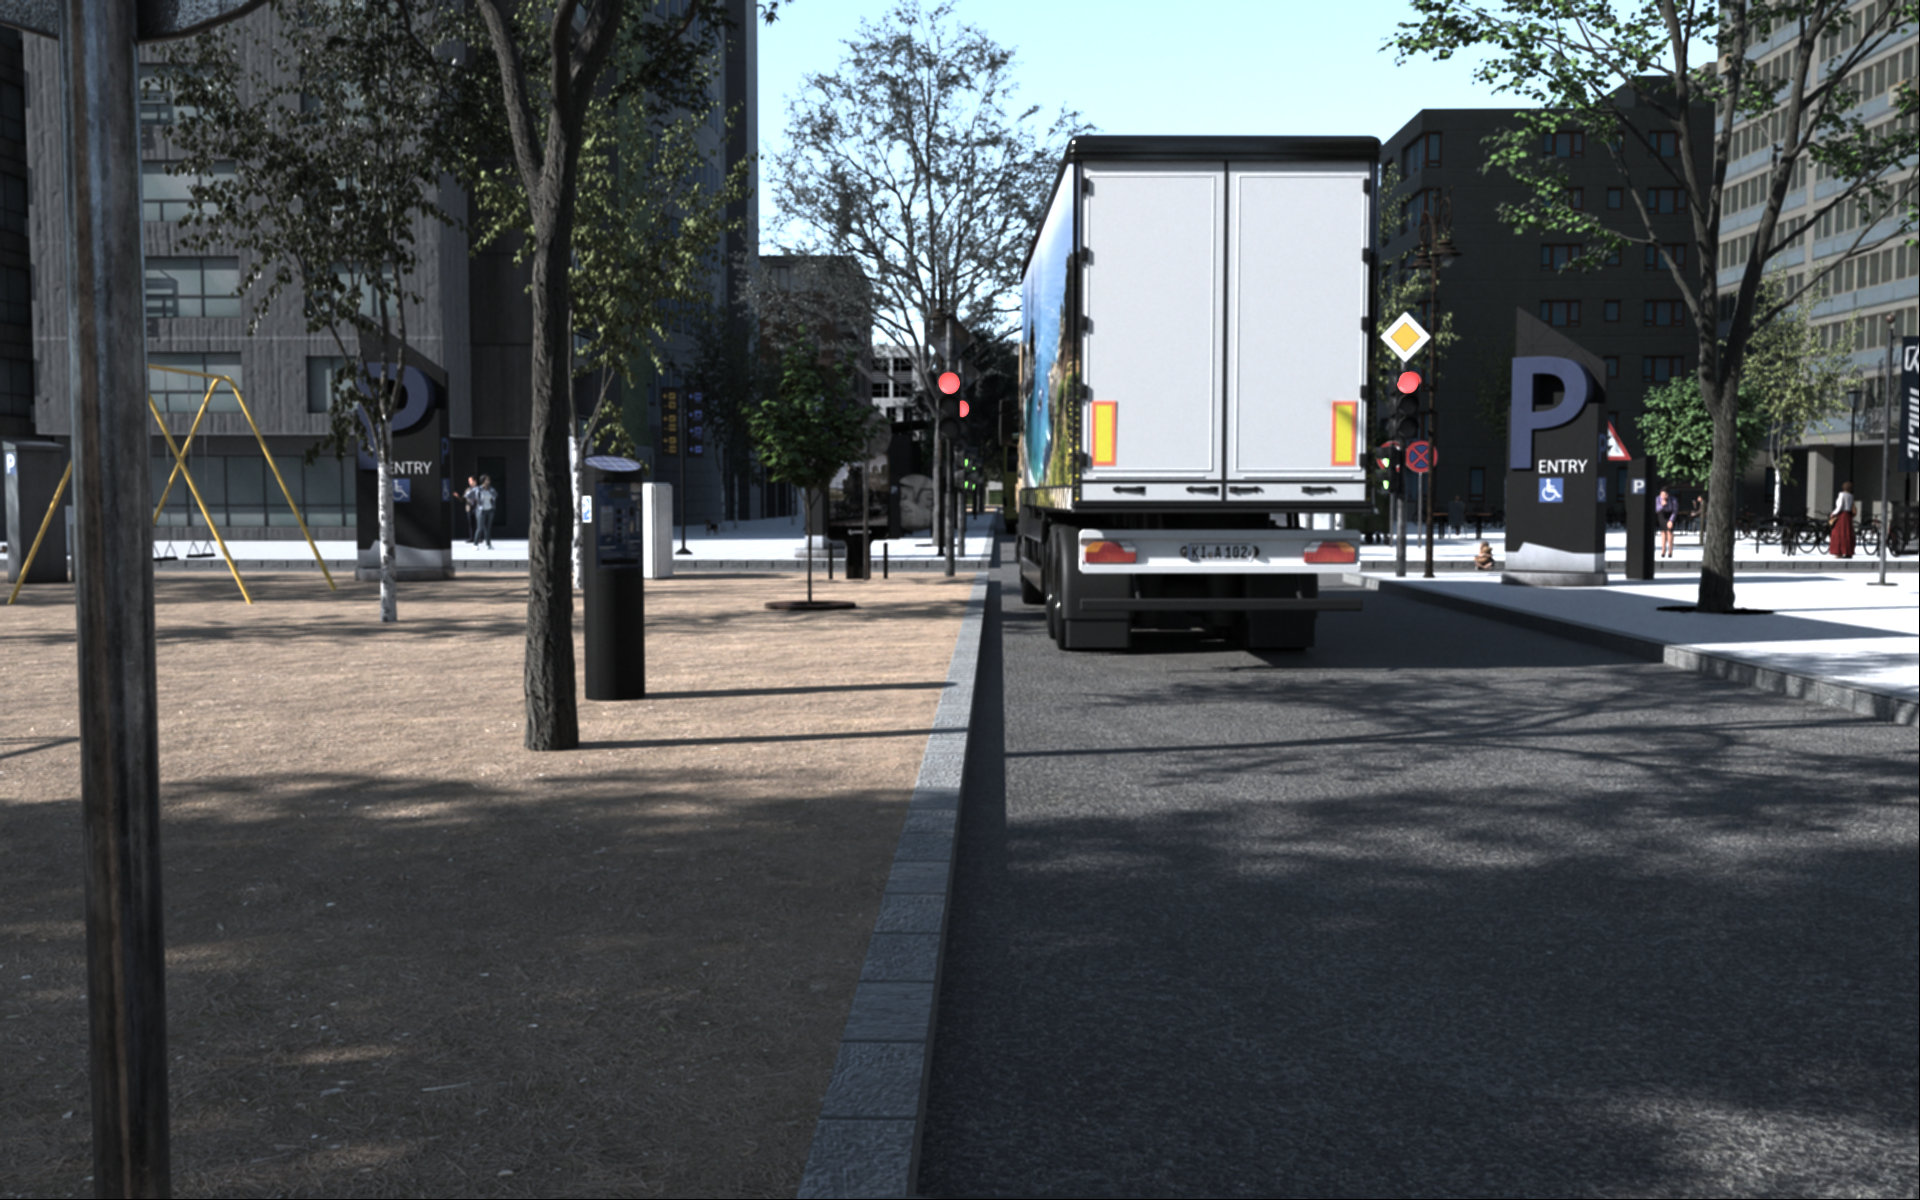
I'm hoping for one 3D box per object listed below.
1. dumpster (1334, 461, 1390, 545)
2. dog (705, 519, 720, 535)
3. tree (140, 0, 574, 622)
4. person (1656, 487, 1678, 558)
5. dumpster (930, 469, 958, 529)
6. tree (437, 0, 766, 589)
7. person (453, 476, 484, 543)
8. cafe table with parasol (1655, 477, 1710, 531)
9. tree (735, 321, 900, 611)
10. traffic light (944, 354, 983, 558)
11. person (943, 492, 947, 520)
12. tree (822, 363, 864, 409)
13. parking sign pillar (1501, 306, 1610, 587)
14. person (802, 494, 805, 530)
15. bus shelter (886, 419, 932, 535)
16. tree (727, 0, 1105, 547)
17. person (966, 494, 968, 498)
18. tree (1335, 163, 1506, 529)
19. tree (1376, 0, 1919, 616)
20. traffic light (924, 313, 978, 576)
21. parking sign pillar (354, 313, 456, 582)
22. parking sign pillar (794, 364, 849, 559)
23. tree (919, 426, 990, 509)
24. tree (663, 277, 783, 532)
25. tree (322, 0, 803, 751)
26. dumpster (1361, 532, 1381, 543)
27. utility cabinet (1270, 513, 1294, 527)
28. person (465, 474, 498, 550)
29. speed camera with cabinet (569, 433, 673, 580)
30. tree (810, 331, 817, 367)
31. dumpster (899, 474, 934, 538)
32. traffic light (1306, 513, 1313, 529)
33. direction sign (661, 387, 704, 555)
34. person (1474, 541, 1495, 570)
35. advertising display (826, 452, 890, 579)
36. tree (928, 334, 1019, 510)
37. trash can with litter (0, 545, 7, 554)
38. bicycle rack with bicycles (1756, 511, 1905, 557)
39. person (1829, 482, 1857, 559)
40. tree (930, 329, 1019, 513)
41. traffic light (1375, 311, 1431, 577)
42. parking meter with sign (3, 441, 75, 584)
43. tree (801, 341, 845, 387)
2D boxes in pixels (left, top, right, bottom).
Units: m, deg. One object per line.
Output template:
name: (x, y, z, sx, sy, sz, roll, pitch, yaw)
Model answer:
dumpster: (10.147, -2.536, 43.955, 1.502, 2.255, 1.985, 0, 4, 1)
dog: (-7.736, -2.278, 54.074, 0.406, 0.507, 0.540, 0, 4, -2)
tree: (-5.963, -4.079, 17.056, 4.360, 8.622, 3.978, 0, 3, 0)
person: (14.214, -1.563, 34.831, 0.421, 1.427, 0.697, 2, 4, 32)
dumpster: (-0.588, -3.793, 64.501, 1.502, 2.255, 1.985, 0, 4, 1)
tree: (-4.901, -4.453, 23.174, 4.737, 8.622, 4.395, 0, 3, 0)
person: (-12.824, -2.372, 45.358, 0.617, 1.759, 0.750, 2, 4, 27)
cafe table with parasol: (24.943, -3.392, 60.319, 2.610, 1.966, 2.610, -3, 5, -42)
tree: (-1.802, -1.524, 19.526, 1.663, 3.219, 1.824, 0, 3, 0)
traffic light: (0.042, -2.811, 34.876, 0.839, 4.253, 0.868, 0, 4, 1)
person: (-0.657, -3.160, 61.613, 0.435, 1.345, 0.340, 0, 4, -8)
tree: (-6.884, -7.451, 72.185, 4.737, 8.622, 4.395, 0, 3, 0)
parking sign pillar: (8.439, -2.203, 24.488, 1.447, 3.967, 1.447, 3, 5, 40)
person: (-5.244, -3.381, 62.126, 0.742, 1.727, 0.445, -3, 4, -38)
bus shelter: (-1.920, -4.040, 57.331, 1.731, 3.624, 6.357, 0, 4, 1)
tree: (-0.557, -8.062, 42.179, 12.009, 13.543, 11.850, 0, 3, 0)
person: (0.298, -9.644, 163.727, 0.705, 1.824, 1.348, 3, 5, 42)
tree: (8.553, -5.357, 37.947, 4.737, 8.622, 4.395, 0, 3, 0)
tree: (8.147, -5.658, 18.272, 9.928, 11.665, 9.643, 0, 3, 0)
traffic light: (-0.139, -2.322, 26.893, 0.839, 4.253, 0.868, 0, 4, 1)
parking sign pillar: (-8.306, -2.284, 25.815, 1.447, 3.967, 1.447, 0, 4, 4)
parking sign pillar: (-2.639, -2.844, 34.973, 1.447, 3.967, 1.447, 2, 4, 25)
tree: (-0.670, -5.645, 76.012, 4.285, 4.588, 4.351, 0, 3, 0)
tree: (-8.011, -6.616, 58.528, 4.360, 8.622, 3.978, 0, 3, 0)
tree: (-2.173, -4.508, 8.123, 8.767, 10.594, 7.601, 1, 4, 13)
dumpster: (10.507, -2.461, 45.996, 1.264, 1.857, 1.865, 0, 4, 1)
utility cabinet: (8.933, -2.309, 48.911, 1.020, 1.237, 0.306, 0, 4, -2)
person: (-11.022, -2.039, 40.109, 0.841, 1.734, 0.376, -3, 5, -43)
speed camera with cabinet: (-5.386, -1.953, 26.271, 2.038, 3.252, 0.660, 1, 4, 20)
tree: (-8.065, -6.952, 64.032, 4.737, 8.622, 4.395, 0, 3, 0)
dumpster: (-1.272, -2.774, 51.105, 1.264, 1.857, 1.865, 0, 4, 1)
traffic light: (7.002, -2.802, 34.735, 0.839, 4.253, 0.868, 0, 4, 1)
direction sign: (-5.879, -2.737, 36.739, 0.876, 3.537, 0.379, -1, 4, -11)
person: (9.885, -0.837, 32.655, 0.381, 0.543, 0.357, 1, 4, 16)
advertising display: (-1.538, -1.277, 26.096, 0.974, 1.923, 0.123, -1, 4, -16)
tree: (1.754, -14.008, 135.678, 9.857, 13.997, 8.962, 0, 3, 0)
trash can with litter: (-21.139, -1.633, 37.762, 1.678, 1.210, 2.233, 0, 4, -1)
bicycle rack with bicycles: (18.105, -1.410, 36.443, 2.852, 0.926, 2.925, 0, 4, 6)
person: (17.516, -1.579, 34.326, 0.523, 1.526, 0.387, -1, 4, -21)
tree: (1.058, -12.262, 118.607, 7.486, 12.596, 7.792, 0, 3, 0)
traffic light: (6.821, -2.314, 26.752, 0.839, 4.253, 0.868, 0, 4, 1)
parking meter with sign: (-13.285, -1.753, 24.918, 0.543, 3.016, 1.738, 3, 4, 36)
tree: (-6.894, -8.091, 82.657, 4.360, 8.622, 3.978, 0, 3, 0)
